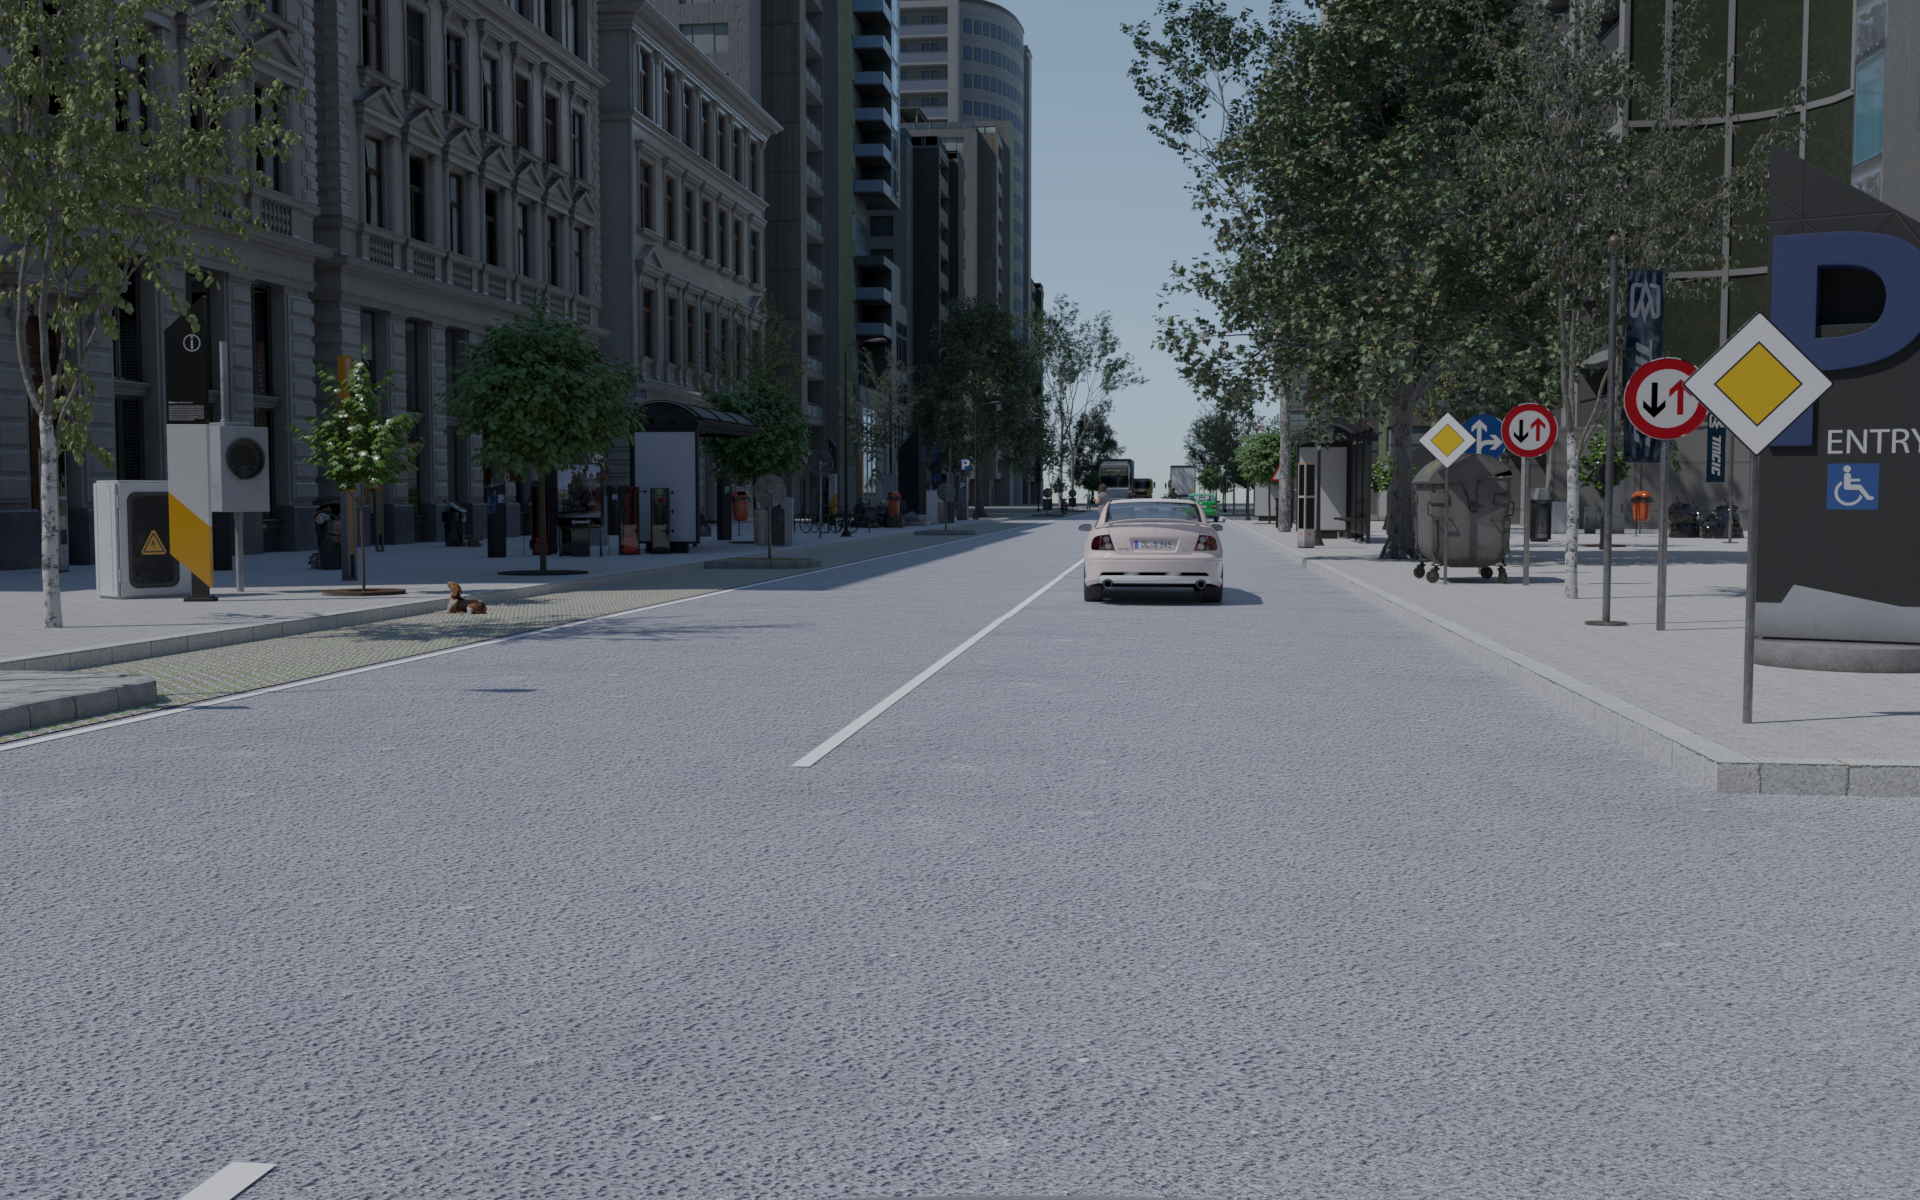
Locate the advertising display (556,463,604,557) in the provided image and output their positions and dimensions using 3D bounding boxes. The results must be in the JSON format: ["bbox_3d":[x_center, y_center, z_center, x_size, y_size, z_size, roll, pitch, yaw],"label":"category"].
[{"bbox_3d":[-7.758,-1.844,35.371,0.974,1.923,0.123,0,4,5],"label":"advertising display"}]

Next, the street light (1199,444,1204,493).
[{"bbox_3d":[22.864,-11.468,160.043,1.470,5.913,1.316,0,4,7],"label":"street light"}]

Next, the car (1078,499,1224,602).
[{"bbox_3d":[2.692,-0.735,24.384,2.083,1.381,4.827,0,4,5],"label":"car"}]

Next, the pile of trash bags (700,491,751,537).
[{"bbox_3d":[-8.079,-2.632,52.785,3.447,1.369,1.912,-1,4,-19],"label":"pile of trash bags"}]

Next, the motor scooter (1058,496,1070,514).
[{"bbox_3d":[7.392,-6.725,122.733,0.815,1.314,1.986,1,4,9],"label":"motor scooter"}]

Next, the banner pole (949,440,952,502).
[{"bbox_3d":[-0.452,-5.488,79.738,0.401,3.779,0.863,0,4,3],"label":"banner pole"}]

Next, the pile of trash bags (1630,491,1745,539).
[{"bbox_3d":[21.412,-2.535,51.206,1.912,1.369,3.447,-3,4,-36],"label":"pile of trash bags"}]

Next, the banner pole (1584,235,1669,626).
[{"bbox_3d":[6.555,-1.648,16.956,0.863,3.779,0.401,-1,4,-20],"label":"banner pole"}]

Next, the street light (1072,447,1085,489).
[{"bbox_3d":[11.581,-12.068,169.849,1.470,5.913,1.316,0,4,7],"label":"street light"}]

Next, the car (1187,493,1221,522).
[{"bbox_3d":[12.450,-4.925,89.313,1.959,1.807,4.718,1,4,9],"label":"car"}]

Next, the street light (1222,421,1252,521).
[{"bbox_3d":[13.389,-6.795,83.646,1.470,5.913,1.316,0,4,7],"label":"street light"}]

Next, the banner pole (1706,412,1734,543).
[{"bbox_3d":[19.872,-3.372,45.146,0.863,3.779,0.401,1,4,11],"label":"banner pole"}]

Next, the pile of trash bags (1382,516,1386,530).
[{"bbox_3d":[16.895,-3.203,62.116,3.447,1.369,1.912,-2,4,-34],"label":"pile of trash bags"}]

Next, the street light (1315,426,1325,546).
[{"bbox_3d":[8.342,-4.300,42.849,1.470,5.913,1.316,0,4,7],"label":"street light"}]

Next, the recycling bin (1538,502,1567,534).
[{"bbox_3d":[19.190,-2.662,56.081,0.722,1.027,0.722,0,4,3],"label":"recycling bin"}]

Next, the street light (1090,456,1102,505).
[{"bbox_3d":[16.560,-14.564,210.656,1.470,5.913,1.316,0,4,7],"label":"street light"}]

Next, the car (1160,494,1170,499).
[{"bbox_3d":[25.669,-12.307,213.021,2.131,1.459,4.920,1,4,8],"label":"car"}]

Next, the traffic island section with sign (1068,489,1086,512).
[{"bbox_3d":[8.967,-7.859,137.119,1.989,1.847,2.006,0,4,7],"label":"traffic island section with sign"}]

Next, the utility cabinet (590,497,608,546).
[{"bbox_3d":[-9.166,-1.983,43.588,0.306,1.237,1.020,-2,4,-29],"label":"utility cabinet"}]

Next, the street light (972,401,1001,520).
[{"bbox_3d":[1.335,-6.999,86.972,1.470,5.913,1.316,0,4,7],"label":"street light"}]

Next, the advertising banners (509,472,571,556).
[{"bbox_3d":[-8.736,-2.447,36.196,2.074,3.025,0.090,2,4,28],"label":"advertising banners"}]

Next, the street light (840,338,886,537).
[{"bbox_3d":[-2.884,-4.849,51.827,1.470,5.913,1.316,0,4,7],"label":"street light"}]

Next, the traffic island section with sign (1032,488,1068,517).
[{"bbox_3d":[5.621,-6.200,109.999,1.989,1.847,2.006,0,4,7],"label":"traffic island section with sign"}]

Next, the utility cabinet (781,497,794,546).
[{"bbox_3d":[-4.269,-1.938,42.852,0.306,1.237,1.020,0,4,-4],"label":"utility cabinet"}]

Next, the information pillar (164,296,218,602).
[{"bbox_3d":[-9.150,-1.788,20.582,0.504,3.616,0.183,0,4,-1],"label":"information pillar"}]

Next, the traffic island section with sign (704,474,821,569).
[{"bbox_3d":[-3.780,-1.539,33.788,1.989,1.847,2.006,0,4,7],"label":"traffic island section with sign"}]

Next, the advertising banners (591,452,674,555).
[{"bbox_3d":[-6.933,-2.458,36.377,2.074,3.025,0.090,-3,5,-41],"label":"advertising banners"}]

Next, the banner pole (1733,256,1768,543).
[{"bbox_3d":[7.697,-1.614,16.398,0.401,3.779,0.863,3,4,37],"label":"banner pole"}]

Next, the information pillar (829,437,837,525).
[{"bbox_3d":[-5.200,-4.856,70.756,0.183,3.616,0.504,-3,4,-39],"label":"information pillar"}]

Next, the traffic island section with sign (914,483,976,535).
[{"bbox_3d":[-0.483,-3.175,60.542,1.989,1.847,2.006,0,4,7],"label":"traffic island section with sign"}]

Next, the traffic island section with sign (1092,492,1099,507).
[{"bbox_3d":[15.692,-11.196,191.677,1.989,1.847,2.006,0,4,7],"label":"traffic island section with sign"}]

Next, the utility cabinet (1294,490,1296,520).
[{"bbox_3d":[15.870,-4.570,83.396,1.173,1.500,0.318,-2,4,-27],"label":"utility cabinet"}]

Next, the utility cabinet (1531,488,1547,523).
[{"bbox_3d":[20.833,-3.289,62.451,0.318,1.500,1.173,0,4,3],"label":"utility cabinet"}]

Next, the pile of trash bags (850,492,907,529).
[{"bbox_3d":[-2.920,-3.423,65.726,1.912,1.369,3.447,-1,4,-20],"label":"pile of trash bags"}]

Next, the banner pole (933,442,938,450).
[{"bbox_3d":[-1.141,-5.710,83.382,0.401,3.779,0.863,-2,4,-26],"label":"banner pole"}]

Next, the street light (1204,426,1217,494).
[{"bbox_3d":[17.689,-8.955,118.953,1.470,5.913,1.316,0,4,7],"label":"street light"}]

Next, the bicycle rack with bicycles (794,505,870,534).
[{"bbox_3d":[-4.239,-2.686,57.303,2.852,0.926,2.925,-3,5,-43],"label":"bicycle rack with bicycles"}]

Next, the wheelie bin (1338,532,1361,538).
[{"bbox_3d":[11.442,-2.620,50.749,0.693,1.594,0.980,-2,4,-26],"label":"wheelie bin"}]

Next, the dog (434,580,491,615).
[{"bbox_3d":[-5.899,-0.022,20.561,0.550,0.427,0.748,-2,4,-33],"label":"dog"}]

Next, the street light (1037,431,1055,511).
[{"bbox_3d":[6.348,-9.515,128.112,1.470,5.913,1.316,0,4,7],"label":"street light"}]

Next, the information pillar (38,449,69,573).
[{"bbox_3d":[-14.754,-1.450,28.199,0.304,2.012,0.304,0,4,-1],"label":"information pillar"}]

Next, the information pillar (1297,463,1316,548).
[{"bbox_3d":[8.207,-2.234,41.010,0.304,2.012,0.304,-2,4,-23],"label":"information pillar"}]

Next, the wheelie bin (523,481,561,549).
[{"bbox_3d":[-9.686,-1.986,40.383,0.980,1.594,0.693,0,4,3],"label":"wheelie bin"}]

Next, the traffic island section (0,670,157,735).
[{"bbox_3d":[-6.583,0.687,11.055,2.009,0.180,2.903,0,4,7],"label":"traffic island section"}]

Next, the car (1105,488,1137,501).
[{"bbox_3d":[9.590,-5.903,105.186,2.281,1.827,5.304,0,4,6],"label":"car"}]
